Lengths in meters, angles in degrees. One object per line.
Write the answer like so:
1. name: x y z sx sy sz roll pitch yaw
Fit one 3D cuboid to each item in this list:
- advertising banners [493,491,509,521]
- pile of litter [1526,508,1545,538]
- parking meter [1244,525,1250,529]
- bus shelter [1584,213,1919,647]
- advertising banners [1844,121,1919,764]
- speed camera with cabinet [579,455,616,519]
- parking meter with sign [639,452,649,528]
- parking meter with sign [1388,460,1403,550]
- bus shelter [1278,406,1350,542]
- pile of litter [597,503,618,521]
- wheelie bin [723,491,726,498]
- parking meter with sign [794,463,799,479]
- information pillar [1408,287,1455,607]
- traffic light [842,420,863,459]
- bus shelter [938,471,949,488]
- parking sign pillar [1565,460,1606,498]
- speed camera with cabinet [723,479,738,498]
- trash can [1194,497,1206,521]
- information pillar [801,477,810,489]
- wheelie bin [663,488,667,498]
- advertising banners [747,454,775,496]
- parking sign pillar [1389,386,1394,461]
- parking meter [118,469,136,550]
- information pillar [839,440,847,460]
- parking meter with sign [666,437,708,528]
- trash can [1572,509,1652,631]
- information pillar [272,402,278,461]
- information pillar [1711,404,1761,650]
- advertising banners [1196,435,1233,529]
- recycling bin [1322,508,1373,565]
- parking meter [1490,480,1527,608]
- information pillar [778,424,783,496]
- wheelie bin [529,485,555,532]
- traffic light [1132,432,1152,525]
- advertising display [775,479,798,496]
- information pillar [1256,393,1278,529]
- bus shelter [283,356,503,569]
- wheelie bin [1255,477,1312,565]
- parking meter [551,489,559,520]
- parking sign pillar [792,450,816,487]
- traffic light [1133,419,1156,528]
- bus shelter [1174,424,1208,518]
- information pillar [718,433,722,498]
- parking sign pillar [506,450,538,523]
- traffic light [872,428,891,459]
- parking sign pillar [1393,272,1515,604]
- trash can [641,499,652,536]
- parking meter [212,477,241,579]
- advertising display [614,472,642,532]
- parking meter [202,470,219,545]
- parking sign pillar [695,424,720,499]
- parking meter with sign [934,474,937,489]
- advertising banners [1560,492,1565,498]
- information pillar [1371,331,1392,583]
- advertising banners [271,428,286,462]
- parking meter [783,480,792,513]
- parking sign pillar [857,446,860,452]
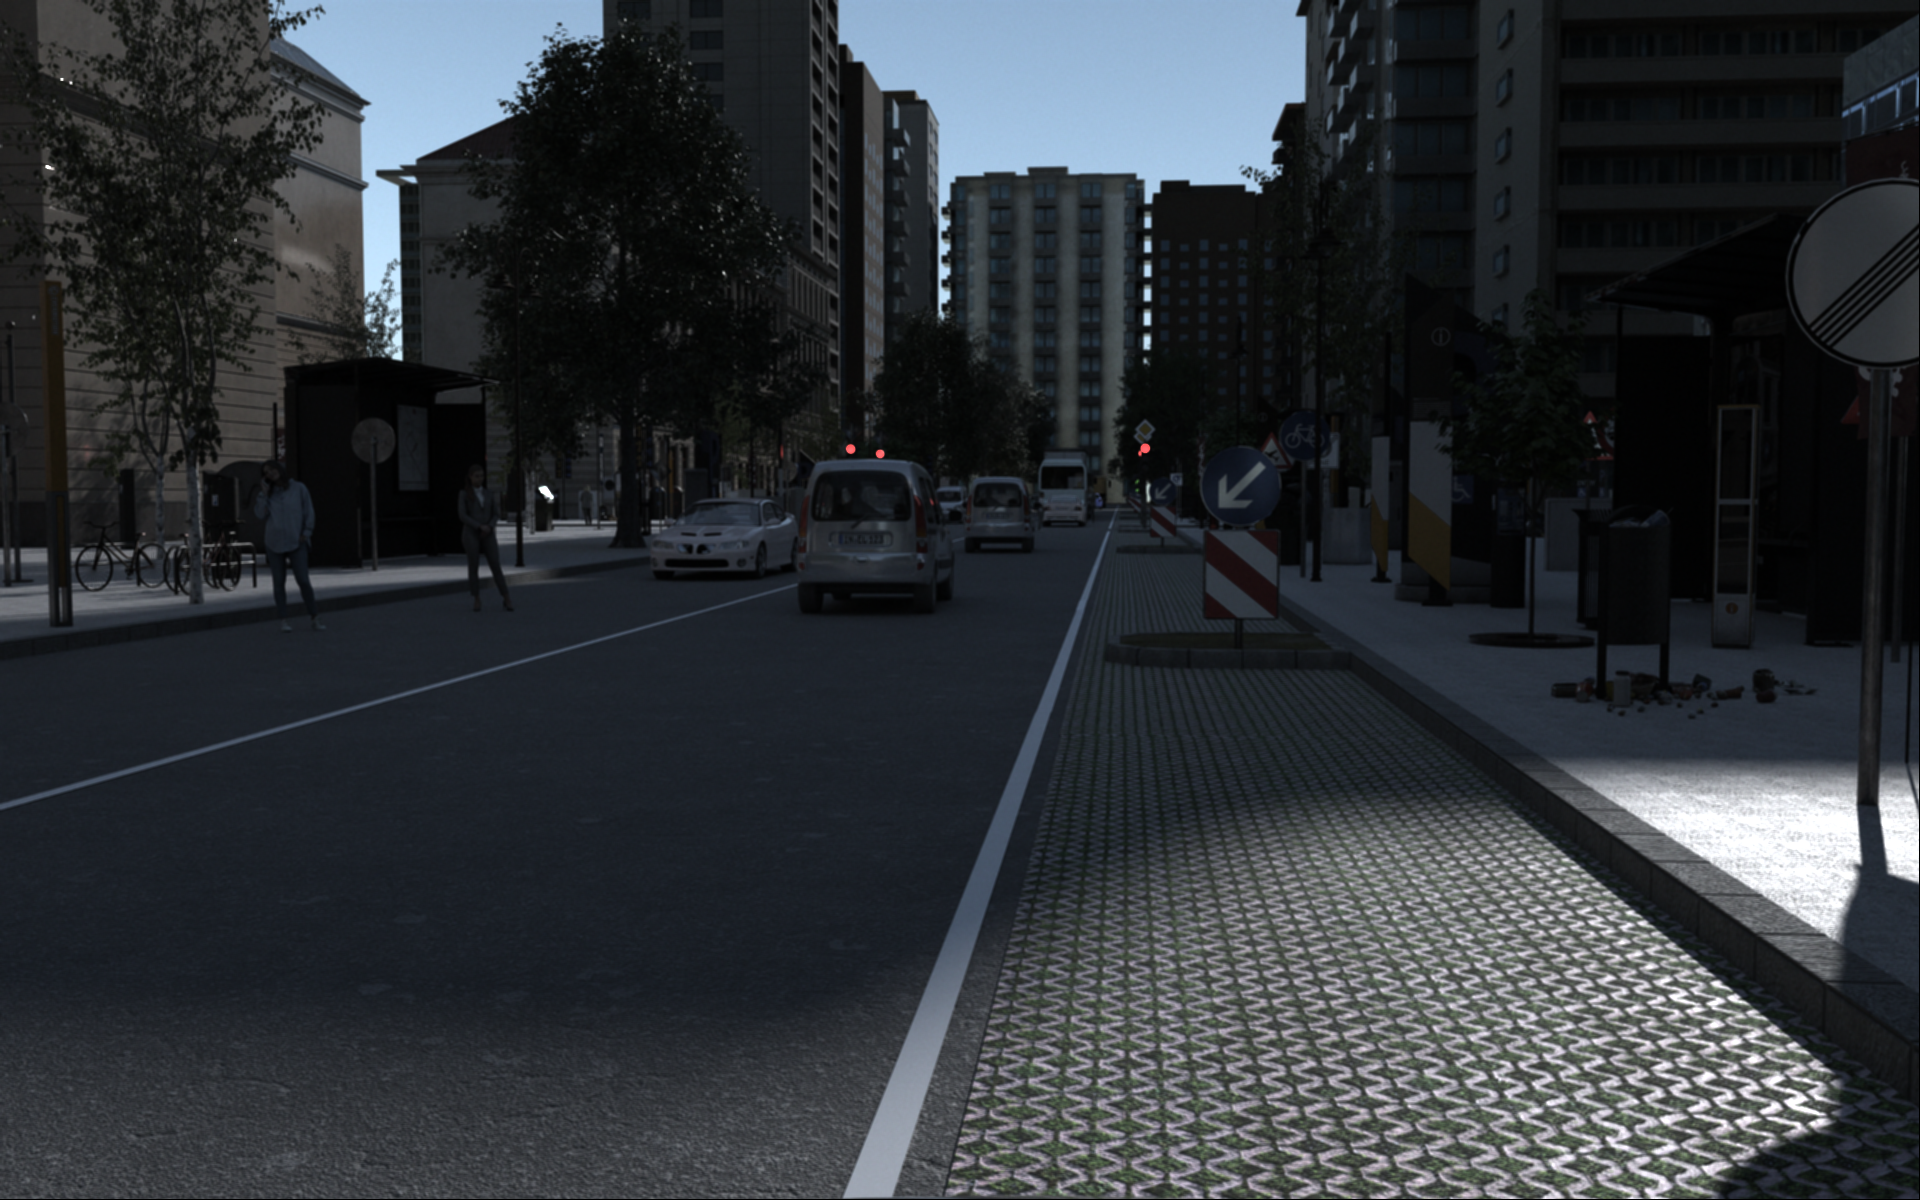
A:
1. advertising banners: -22.735 -5.353 83.706 2.074 3.025 0.090 -1 4 -10
2. pile of litter: 17.475 -2.291 51.424 1.719 0.858 1.176 -2 4 -34
3. parking meter: 10.250 -3.469 62.428 0.399 1.863 0.255 -1 4 -17
4. bus shelter: 7.969 -1.605 17.520 1.731 3.624 6.357 0 4 5
5. advertising banners: 4.642 -0.702 7.658 0.090 3.025 2.074 -1 4 -14
6. speed camera with cabinet: -18.340 -5.733 88.063 2.038 3.252 0.660 1 4 13
7. parking meter with sign: -12.197 -4.281 66.256 0.543 3.016 1.738 0 4 3
8. parking meter with sign: 9.940 -2.654 39.653 1.738 3.016 0.543 3 5 42
9. bus shelter: 9.924 -3.557 49.443 1.731 3.624 6.357 0 4 5
10. pile of litter: -16.787 -4.202 82.666 1.176 0.858 1.719 0 4 6
11. wheelie bin: -11.902 -4.733 85.297 0.693 1.594 0.980 -1 4 -18
12. parking meter with sign: -9.483 -6.193 97.519 0.543 3.016 1.738 -1 4 -16
13. information pillar: 5.398 -1.739 19.787 0.504 3.616 0.183 1 4 17
14. traffic light: -4.077 -4.694 65.669 0.839 4.253 0.868 0 4 5
15. bus shelter: -0.717 -8.612 134.736 2.014 3.302 5.546 0 4 5
16. parking sign pillar: 22.010 -4.433 60.956 1.447 3.967 1.447 -3 5 -39
17. speed camera with cabinet: -11.888 -5.862 90.173 0.660 3.252 2.038 -3 5 -44
18. trash can: 11.672 -4.418 83.884 0.748 1.137 0.748 0 3 0
19. information pillar: -7.691 -4.988 86.038 0.304 2.012 0.304 -2 4 -28
20. wheelie bin: -15.916 -5.118 91.595 0.980 1.594 0.693 -1 4 -18
21. advertising banners: -8.491 -4.893 76.188 2.074 3.025 0.090 -3 4 -38
22. parking sign pillar: 11.269 -3.362 43.446 1.447 3.967 1.447 -3 5 -40
23. parking meter: -19.334 -2.110 40.214 0.255 1.863 0.399 -3 5 -44
24. information pillar: -5.105 -5.163 75.764 0.504 3.616 0.183 3 5 44
25. parking meter with sign: -7.829 -3.373 51.414 1.738 3.016 0.543 -1 4 -12
26. trash can: 6.167 -0.289 16.380 0.748 1.137 0.748 0 3 0
27. information pillar: -17.594 -3.254 44.554 0.183 3.616 0.504 -2 4 -25
28. information pillar: 6.458 -0.607 14.412 0.304 2.012 0.304 2 4 30
29. advertising banners: 7.543 -3.368 51.251 0.090 3.025 2.074 -2 4 -24
30. recycling bin: 7.115 -1.176 31.786 0.722 1.027 0.722 2 4 34
31. parking meter: 6.198 -0.682 19.561 0.372 1.533 0.369 0 3 0
32. information pillar: -5.865 -3.995 56.669 0.183 3.616 0.504 0 4 1
33. wheelie bin: -14.398 -3.160 59.571 0.693 1.594 0.980 1 4 11
34. traffic light: 7.633 -5.119 72.613 0.839 4.253 0.868 0 4 5
35. advertising display: -7.465 -4.240 74.542 0.974 1.923 0.123 -1 4 -9
36. information pillar: 7.096 -2.985 40.158 0.504 3.616 0.183 1 4 21
37. bus shelter: -10.517 -2.534 32.716 1.731 3.624 6.357 0 4 5
38. wheelie bin: 5.942 -1.433 31.339 0.980 1.594 0.693 -3 4 -37
39. parking meter: -20.343 -4.812 87.093 0.372 1.533 0.369 0 3 0
40. parking sign pillar: -9.308 -7.151 105.386 1.447 3.967 1.447 2 4 35
41. traffic light: 6.888 -4.633 64.662 0.839 4.253 0.868 0 4 5
42. bus shelter: 12.928 -7.215 95.603 2.179 5.291 8.768 0 4 5
43. information pillar: -9.316 -4.576 66.179 0.504 3.616 0.183 -1 4 -13
44. parking sign pillar: -19.573 -5.444 77.477 1.447 3.967 1.447 0 4 -7
45. traffic light: -3.332 -5.180 73.619 0.839 4.253 0.868 0 4 5
46. parking sign pillar: 5.999 -1.980 20.845 1.447 3.967 1.447 1 4 14
47. trash can: -9.781 -2.535 53.096 0.748 1.137 0.748 0 3 0
48. parking meter: -11.146 -1.094 26.300 0.372 1.533 0.369 0 3 0
49. advertising display: -9.650 -2.764 50.401 0.974 1.923 0.123 2 4 32
50. parking meter: -18.058 -2.207 41.797 0.399 1.863 0.255 3 5 41
51. parking sign pillar: -7.803 -3.978 53.506 1.447 3.967 1.447 0 4 8
52. parking meter with sign: -1.235 -8.890 141.610 1.738 3.016 0.543 -1 4 -18
53. advertising banners: 28.573 -5.226 81.634 2.074 3.025 0.090 3 5 39
54. information pillar: 6.119 -2.069 25.181 0.183 3.616 0.504 0 4 -8
55. advertising banners: -18.649 -3.029 45.716 2.074 3.025 0.090 0 4 2
56. parking meter: -6.701 -3.742 66.901 0.399 1.863 0.255 3 4 37
57. parking sign pillar: -5.891 -6.482 94.458 1.447 3.967 1.447 2 4 29
